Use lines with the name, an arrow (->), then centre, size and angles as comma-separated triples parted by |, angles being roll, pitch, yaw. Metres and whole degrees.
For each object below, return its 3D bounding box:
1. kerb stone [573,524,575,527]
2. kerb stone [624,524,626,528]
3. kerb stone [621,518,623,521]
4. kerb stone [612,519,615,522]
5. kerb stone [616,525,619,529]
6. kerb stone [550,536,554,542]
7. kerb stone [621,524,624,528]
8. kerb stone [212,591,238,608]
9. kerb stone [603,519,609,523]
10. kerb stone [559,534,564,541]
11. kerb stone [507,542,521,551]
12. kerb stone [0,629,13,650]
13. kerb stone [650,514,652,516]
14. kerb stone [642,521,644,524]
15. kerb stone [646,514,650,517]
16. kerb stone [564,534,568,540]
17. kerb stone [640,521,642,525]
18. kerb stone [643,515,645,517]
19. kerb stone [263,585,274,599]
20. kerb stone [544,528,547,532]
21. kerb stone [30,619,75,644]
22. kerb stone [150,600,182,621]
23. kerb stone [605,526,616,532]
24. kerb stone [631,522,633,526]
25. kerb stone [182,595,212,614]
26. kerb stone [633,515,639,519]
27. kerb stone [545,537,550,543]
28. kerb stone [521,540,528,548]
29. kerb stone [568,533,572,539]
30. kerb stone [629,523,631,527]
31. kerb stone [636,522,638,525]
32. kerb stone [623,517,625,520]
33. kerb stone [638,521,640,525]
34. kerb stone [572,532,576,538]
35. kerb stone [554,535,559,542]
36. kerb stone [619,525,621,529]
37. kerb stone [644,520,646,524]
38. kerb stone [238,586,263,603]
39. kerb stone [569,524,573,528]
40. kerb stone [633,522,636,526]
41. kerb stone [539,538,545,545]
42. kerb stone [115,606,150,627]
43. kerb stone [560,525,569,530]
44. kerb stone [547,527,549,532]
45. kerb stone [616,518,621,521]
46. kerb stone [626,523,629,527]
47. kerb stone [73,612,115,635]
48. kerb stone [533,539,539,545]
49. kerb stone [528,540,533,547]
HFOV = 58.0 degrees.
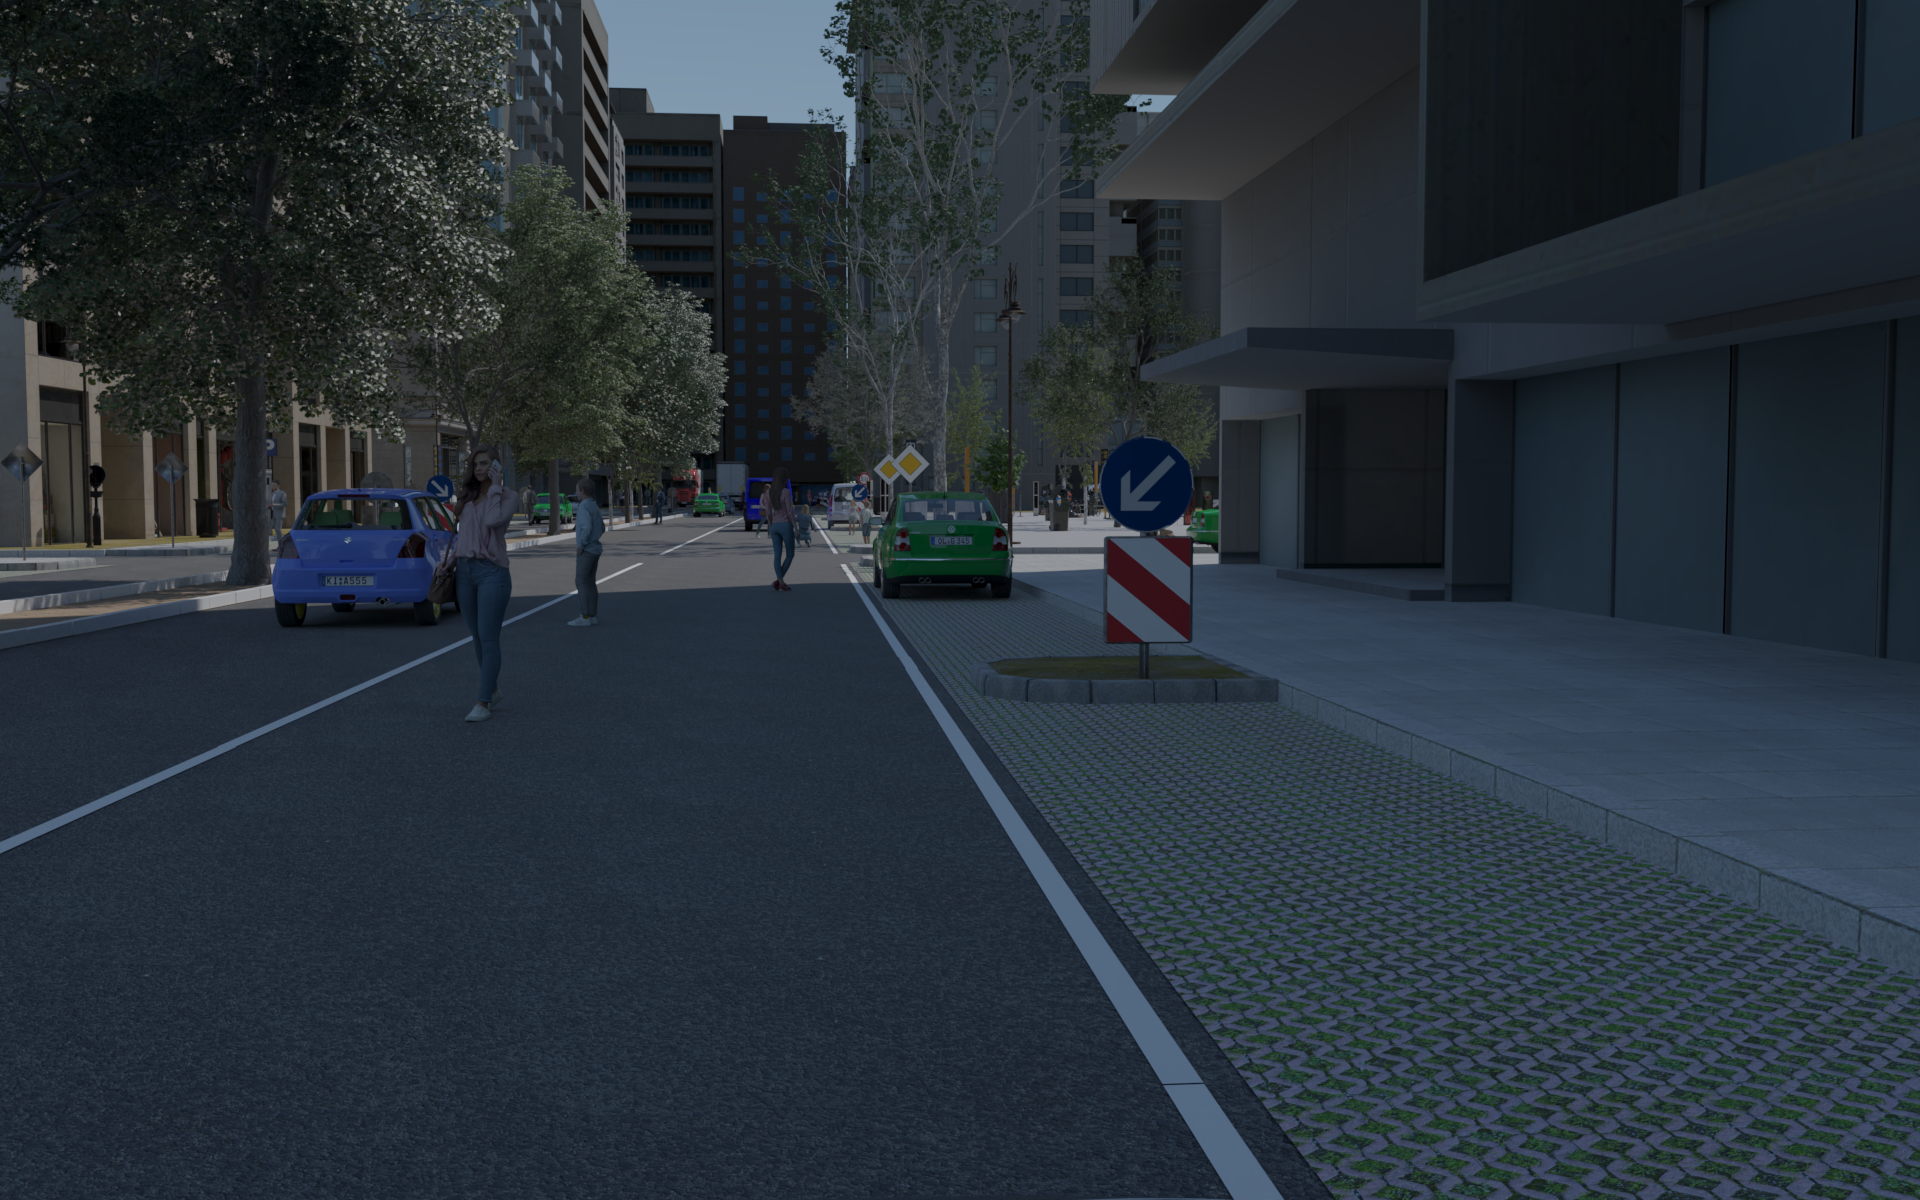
kerb stone -> -16.305, -3.074, 72.454 | 0.120, 0.150, 1.000 | 0, 4, -5
kerb stone -> -14.224, -3.085, 72.673 | 0.120, 0.150, 1.000 | 0, 4, -5
kerb stone -> -18.135, -4.261, 91.864 | 0.120, 0.150, 1.000 | 0, 4, -5
kerb stone -> -17.747, -4.012, 87.784 | 0.120, 0.150, 1.000 | 0, 4, -5
kerb stone -> -13.938, -2.900, 69.614 | 0.120, 0.150, 1.000 | 0, 4, -5
kerb stone -> -12.203, -1.776, 51.231 | 0.120, 0.150, 1.000 | 0, 4, -5
kerb stone -> -14.124, -3.025, 71.652 | 0.120, 0.150, 1.000 | 0, 4, -5
kerb stone -> -9.461, 0.012, 22.080 | 0.120, 0.150, 1.000 | 0, 4, -5
kerb stone -> -17.657, -3.948, 86.749 | 0.120, 0.150, 1.000 | 0, 4, -5
kerb stone -> -12.394, -1.900, 53.266 | 0.120, 0.150, 1.000 | 0, 4, -5
kerb stone -> -11.631, -1.402, 45.119 | 0.120, 0.150, 1.000 | 0, 4, -5
kerb stone -> -8.879, 0.382, 15.956 | 0.120, 0.150, 1.000 | 0, 4, -5
kerb stone -> -19.864, -5.383, 110.221 | 0.120, 0.150, 1.000 | 0, 4, -5
kerb stone -> -14.991, -3.586, 80.831 | 0.120, 0.150, 1.000 | 0, 4, -5
kerb stone -> -19.780, -5.322, 109.202 | 0.120, 0.150, 1.000 | 0, 4, -5
kerb stone -> -12.493, -1.963, 54.284 | 0.120, 0.150, 1.000 | 0, 4, -5
kerb stone -> -14.898, -3.518, 79.810 | 0.120, 0.150, 1.000 | 0, 4, -5
kerb stone -> -19.383, -5.072, 105.124 | 0.120, 0.150, 1.000 | 0, 4, -5
kerb stone -> -9.649, -0.118, 24.127 | 0.120, 0.150, 1.000 | 0, 4, -5
kerb stone -> -15.544, -2.575, 64.296 | 0.120, 0.150, 1.000 | 0, 4, -5
kerb stone -> -8.976, 0.326, 16.974 | 0.120, 0.150, 1.000 | 0, 4, -5
kerb stone -> -9.266, 0.132, 20.036 | 0.120, 0.150, 1.000 | 0, 4, -5
kerb stone -> -13.828, -2.838, 68.591 | 0.120, 0.150, 1.000 | 0, 4, -5
kerb stone -> -14.507, -3.275, 75.735 | 0.120, 0.150, 1.000 | 0, 4, -5
kerb stone -> -9.361, 0.071, 21.062 | 0.120, 0.150, 1.000 | 0, 4, -5
kerb stone -> -19.198, -4.947, 103.080 | 0.120, 0.150, 1.000 | 0, 4, -5
kerb stone -> -12.106, -1.711, 50.208 | 0.120, 0.150, 1.000 | 0, 4, -5
kerb stone -> -11.724, -1.463, 46.137 | 0.120, 0.150, 1.000 | 0, 4, -5
kerb stone -> -12.587, -2.024, 55.302 | 0.120, 0.150, 1.000 | 0, 4, -5
kerb stone -> -14.407, -3.212, 74.712 | 0.120, 0.150, 1.000 | 0, 4, -5
kerb stone -> -14.697, -3.397, 77.773 | 0.120, 0.150, 1.000 | 0, 4, -5
kerb stone -> -18.239, -4.321, 92.881 | 0.120, 0.150, 1.000 | 0, 4, -5
kerb stone -> -14.797, -3.462, 78.793 | 0.120, 0.150, 1.000 | 0, 4, -5
kerb stone -> -12.679, -2.085, 56.331 | 0.120, 0.150, 1.000 | 0, 4, -5
kerb stone -> -12.299, -1.838, 52.249 | 0.120, 0.150, 1.000 | 0, 4, -5
kerb stone -> -14.023, -2.955, 70.635 | 0.120, 0.150, 1.000 | 0, 4, -5
kerb stone -> -15.079, -3.646, 81.851 | 0.120, 0.150, 1.000 | 0, 4, -5
kerb stone -> -9.555, -0.053, 23.107 | 0.120, 0.150, 1.000 | 0, 4, -5
kerb stone -> -16.212, -3.012, 71.433 | 0.120, 0.150, 1.000 | 0, 4, -5
kerb stone -> -14.598, -3.337, 76.754 | 0.120, 0.150, 1.000 | 0, 4, -5
kerb stone -> -12.001, -1.651, 49.191 | 0.120, 0.150, 1.000 | 0, 4, -5
kerb stone -> -9.171, 0.194, 19.018 | 0.120, 0.150, 1.000 | 0, 4, -5
kerb stone -> -16.114, -2.948, 70.403 | 0.120, 0.150, 1.000 | 0, 4, -5
kerb stone -> -15.644, -2.637, 65.313 | 0.120, 0.150, 1.000 | 0, 4, -5
kerb stone -> -18.043, -4.199, 90.841 | 0.120, 0.150, 1.000 | 0, 4, -5
kerb stone -> -14.320, -3.150, 73.691 | 0.120, 0.150, 1.000 | 0, 4, -5
kerb stone -> -9.065, 0.259, 18.002 | 0.120, 0.150, 1.000 | 0, 4, -5
kerb stone -> -11.924, -1.589, 48.172 | 0.120, 0.150, 1.000 | 0, 4, -5
kerb stone -> -11.822, -1.527, 47.155 | 0.120, 0.150, 1.000 | 0, 4, -5
